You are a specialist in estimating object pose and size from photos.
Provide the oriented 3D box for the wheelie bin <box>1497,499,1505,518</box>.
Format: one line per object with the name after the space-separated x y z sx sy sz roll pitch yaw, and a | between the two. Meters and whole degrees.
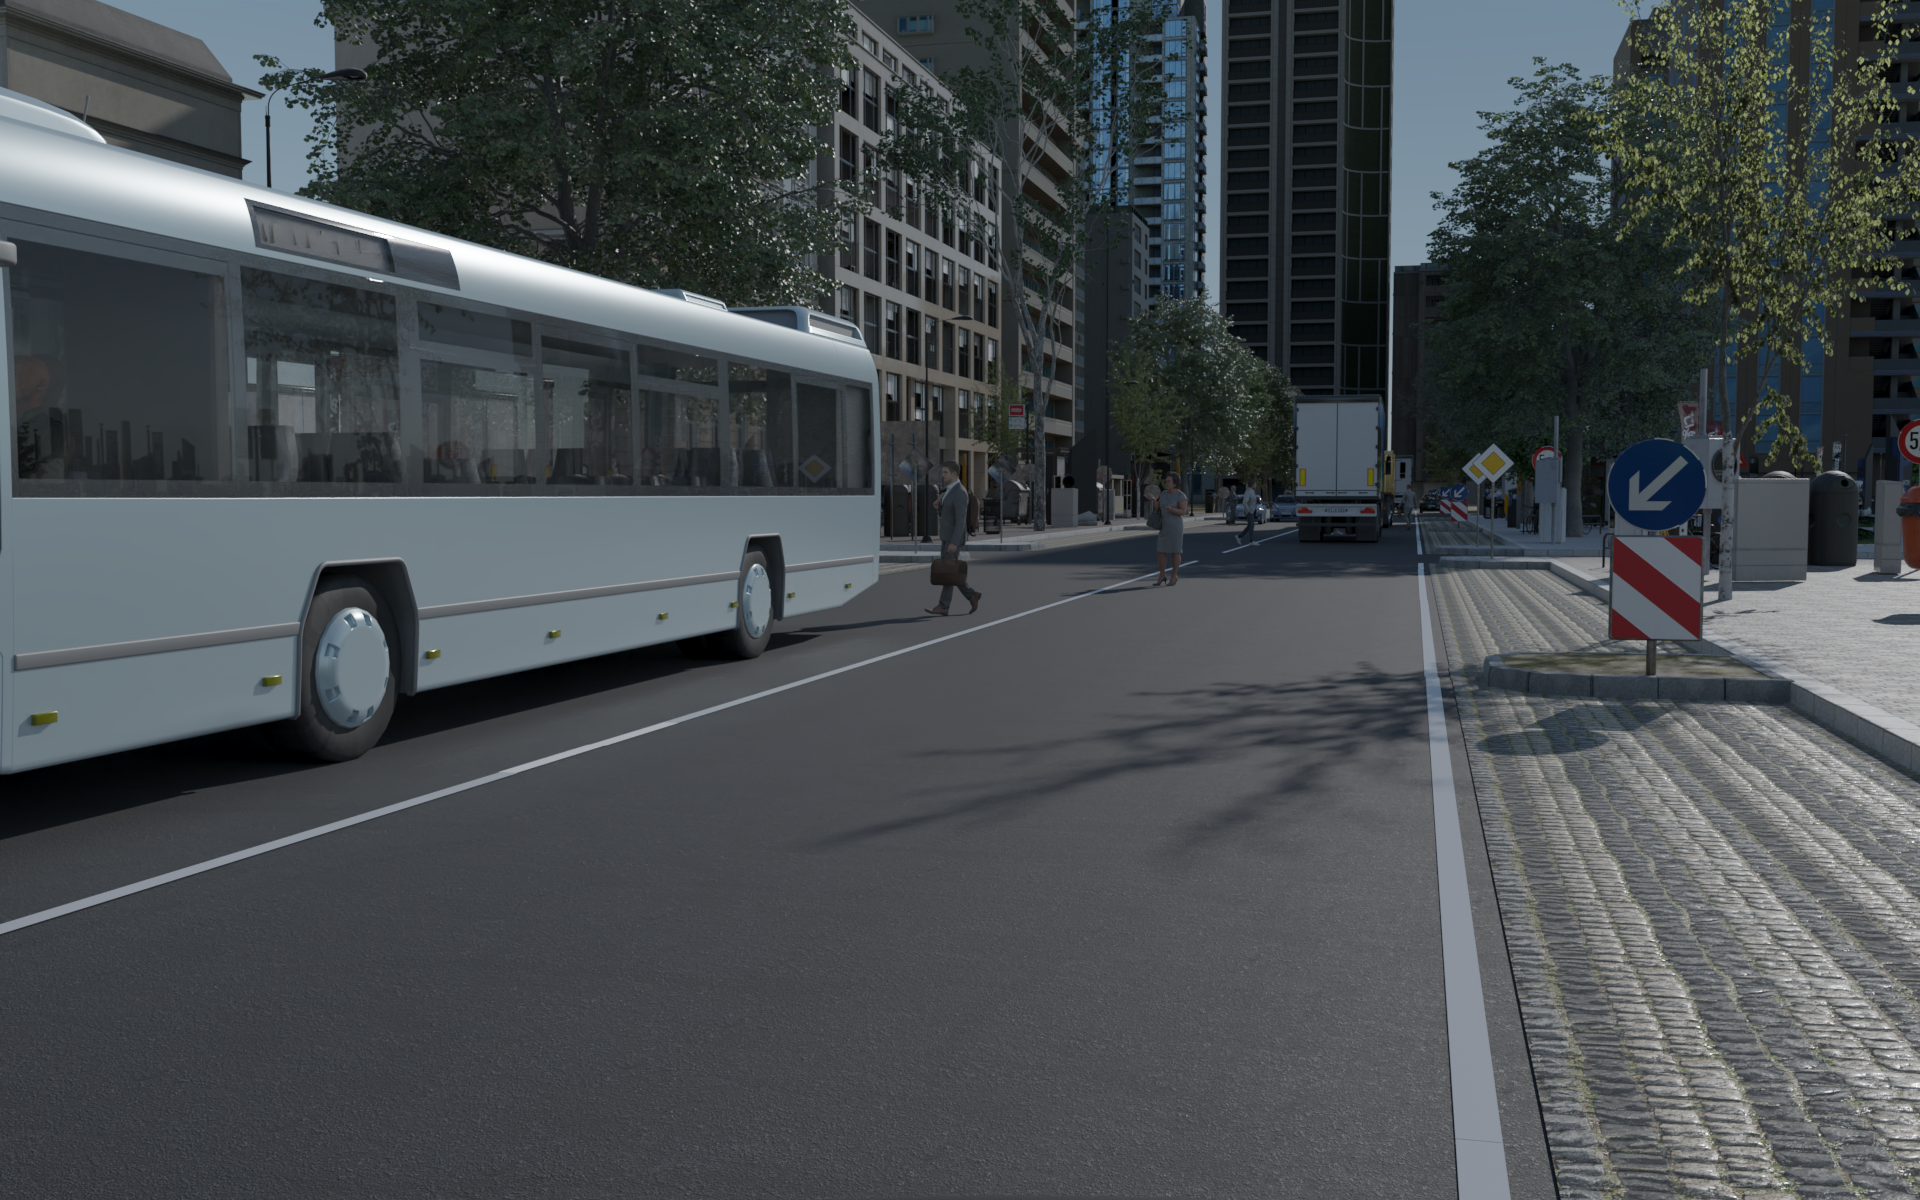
29.026 -5.184 92.666 0.980 1.594 0.693 0 4 -4 | wheelie bin

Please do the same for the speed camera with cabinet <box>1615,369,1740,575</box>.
11.191 -1.997 26.985 2.038 3.252 0.660 -2 4 -24 | speed camera with cabinet

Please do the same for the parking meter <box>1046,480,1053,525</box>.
3.746 -4.028 71.571 0.255 1.863 0.399 -1 4 -16 | parking meter

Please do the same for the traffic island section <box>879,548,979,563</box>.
-0.973 -0.915 37.246 2.009 0.180 2.903 1 4 15 | traffic island section

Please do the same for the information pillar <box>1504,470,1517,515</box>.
21.315 -4.623 66.947 0.504 3.616 0.183 -1 4 -12 | information pillar

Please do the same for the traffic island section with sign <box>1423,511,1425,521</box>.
25.672 -5.095 91.931 1.989 1.847 2.006 1 4 15 | traffic island section with sign

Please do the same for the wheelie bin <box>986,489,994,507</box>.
1.894 -5.587 99.250 0.980 1.594 0.693 3 5 43 | wheelie bin

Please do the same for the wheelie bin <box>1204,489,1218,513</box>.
16.772 -6.612 116.006 0.980 1.594 0.693 1 4 21 | wheelie bin

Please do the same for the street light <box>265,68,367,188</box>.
-7.140 -2.852 19.174 1.470 5.913 1.316 1 4 15 | street light

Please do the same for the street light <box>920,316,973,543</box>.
-0.349 -4.452 45.336 1.470 5.913 1.316 1 4 15 | street light

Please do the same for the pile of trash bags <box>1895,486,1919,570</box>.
12.097 -0.574 19.135 3.447 1.369 1.912 0 4 -1 | pile of trash bags

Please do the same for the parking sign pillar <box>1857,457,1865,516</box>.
47.985 -6.324 91.866 1.447 3.967 1.447 3 5 42 | parking sign pillar

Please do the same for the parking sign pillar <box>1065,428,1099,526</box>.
4.909 -4.997 70.174 1.447 3.967 1.447 -2 4 -33 | parking sign pillar

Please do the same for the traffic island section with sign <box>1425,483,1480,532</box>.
18.819 -3.494 65.755 1.989 1.847 2.006 1 4 15 | traffic island section with sign

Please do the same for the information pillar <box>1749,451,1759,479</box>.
42.630 -6.221 93.068 0.504 3.616 0.183 1 4 11 | information pillar

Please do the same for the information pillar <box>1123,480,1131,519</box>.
8.737 -5.256 90.425 0.304 2.012 0.304 -3 4 -36 | information pillar

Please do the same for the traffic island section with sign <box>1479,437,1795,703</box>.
4.987 -0.265 12.967 1.989 1.847 2.006 1 4 15 | traffic island section with sign

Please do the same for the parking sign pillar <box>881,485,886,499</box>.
-3.051 -5.391 76.608 1.447 3.967 1.447 2 4 35 | parking sign pillar

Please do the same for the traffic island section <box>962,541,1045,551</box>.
1.052 -1.388 44.971 2.009 0.180 2.903 1 4 15 | traffic island section

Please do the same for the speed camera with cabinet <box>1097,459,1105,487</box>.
7.221 -6.375 98.567 2.038 3.252 0.660 2 4 30 | speed camera with cabinet

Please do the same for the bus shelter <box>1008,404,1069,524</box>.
3.876 -6.228 79.463 2.179 5.291 8.768 1 4 15 | bus shelter

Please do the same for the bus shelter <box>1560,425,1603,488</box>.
29.821 -6.510 84.064 2.179 5.291 8.768 1 4 15 | bus shelter

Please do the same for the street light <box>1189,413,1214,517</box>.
13.804 -7.728 98.887 1.470 5.913 1.316 1 4 15 | street light

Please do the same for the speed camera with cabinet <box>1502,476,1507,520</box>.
27.393 -5.488 84.067 2.038 3.252 0.660 1 4 10 | speed camera with cabinet

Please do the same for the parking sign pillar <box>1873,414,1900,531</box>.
31.995 -4.317 59.057 1.447 3.967 1.447 -3 5 -42 | parking sign pillar

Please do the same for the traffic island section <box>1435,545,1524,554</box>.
12.555 -1.204 41.962 2.009 0.180 2.903 1 4 15 | traffic island section

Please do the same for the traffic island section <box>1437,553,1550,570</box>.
10.530 -0.731 34.237 2.009 0.180 2.903 1 4 15 | traffic island section

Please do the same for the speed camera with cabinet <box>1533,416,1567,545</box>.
15.226 -3.077 44.638 0.660 3.252 2.038 2 4 25 | speed camera with cabinet

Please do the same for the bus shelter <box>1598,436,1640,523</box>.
24.451 -4.216 62.850 2.014 3.302 5.546 1 4 15 | bus shelter

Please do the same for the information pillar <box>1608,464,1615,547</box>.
15.989 -2.301 42.106 0.304 2.012 0.304 -3 4 -36 | information pillar

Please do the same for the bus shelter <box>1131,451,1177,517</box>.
10.972 -6.522 97.913 1.731 3.624 6.357 1 4 15 | bus shelter

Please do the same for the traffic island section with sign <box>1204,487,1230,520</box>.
14.454 -5.270 94.791 1.989 1.847 2.006 1 4 15 | traffic island section with sign

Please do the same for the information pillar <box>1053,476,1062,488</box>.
3.854 -3.931 68.760 0.304 2.012 0.304 0 4 -8 | information pillar

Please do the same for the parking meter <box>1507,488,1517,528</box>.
21.037 -3.518 65.931 0.372 1.533 0.369 0 3 0 | parking meter

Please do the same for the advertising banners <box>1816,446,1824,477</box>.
30.938 -4.097 63.168 2.074 3.025 0.090 -2 4 -35 | advertising banners

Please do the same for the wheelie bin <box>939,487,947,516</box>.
-1.077 -5.375 95.789 0.693 1.594 0.980 -1 4 -13 | wheelie bin

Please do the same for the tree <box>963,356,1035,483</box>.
2.427 -8.639 91.611 4.737 8.622 4.395 0 3 0 | tree

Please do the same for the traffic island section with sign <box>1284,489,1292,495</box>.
27.221 -8.249 143.495 1.989 1.847 2.006 1 4 15 | traffic island section with sign

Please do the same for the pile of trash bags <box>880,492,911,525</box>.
-3.180 -3.777 71.514 3.447 1.369 1.912 2 4 26 | pile of trash bags

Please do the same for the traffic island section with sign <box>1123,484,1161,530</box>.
7.620 -3.675 68.713 1.989 1.847 2.006 1 4 15 | traffic island section with sign

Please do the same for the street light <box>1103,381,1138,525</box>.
6.664 -6.062 71.662 1.470 5.913 1.316 1 4 15 | street light

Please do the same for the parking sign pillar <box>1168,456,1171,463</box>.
13.491 -7.643 113.440 1.447 3.967 1.447 1 4 19 | parking sign pillar

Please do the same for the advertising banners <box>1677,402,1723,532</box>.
14.572 -2.266 33.236 2.074 3.025 0.090 -1 4 -18 | advertising banners

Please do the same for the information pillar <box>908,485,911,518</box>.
-2.426 -5.595 82.826 0.183 3.616 0.504 0 4 5 | information pillar
